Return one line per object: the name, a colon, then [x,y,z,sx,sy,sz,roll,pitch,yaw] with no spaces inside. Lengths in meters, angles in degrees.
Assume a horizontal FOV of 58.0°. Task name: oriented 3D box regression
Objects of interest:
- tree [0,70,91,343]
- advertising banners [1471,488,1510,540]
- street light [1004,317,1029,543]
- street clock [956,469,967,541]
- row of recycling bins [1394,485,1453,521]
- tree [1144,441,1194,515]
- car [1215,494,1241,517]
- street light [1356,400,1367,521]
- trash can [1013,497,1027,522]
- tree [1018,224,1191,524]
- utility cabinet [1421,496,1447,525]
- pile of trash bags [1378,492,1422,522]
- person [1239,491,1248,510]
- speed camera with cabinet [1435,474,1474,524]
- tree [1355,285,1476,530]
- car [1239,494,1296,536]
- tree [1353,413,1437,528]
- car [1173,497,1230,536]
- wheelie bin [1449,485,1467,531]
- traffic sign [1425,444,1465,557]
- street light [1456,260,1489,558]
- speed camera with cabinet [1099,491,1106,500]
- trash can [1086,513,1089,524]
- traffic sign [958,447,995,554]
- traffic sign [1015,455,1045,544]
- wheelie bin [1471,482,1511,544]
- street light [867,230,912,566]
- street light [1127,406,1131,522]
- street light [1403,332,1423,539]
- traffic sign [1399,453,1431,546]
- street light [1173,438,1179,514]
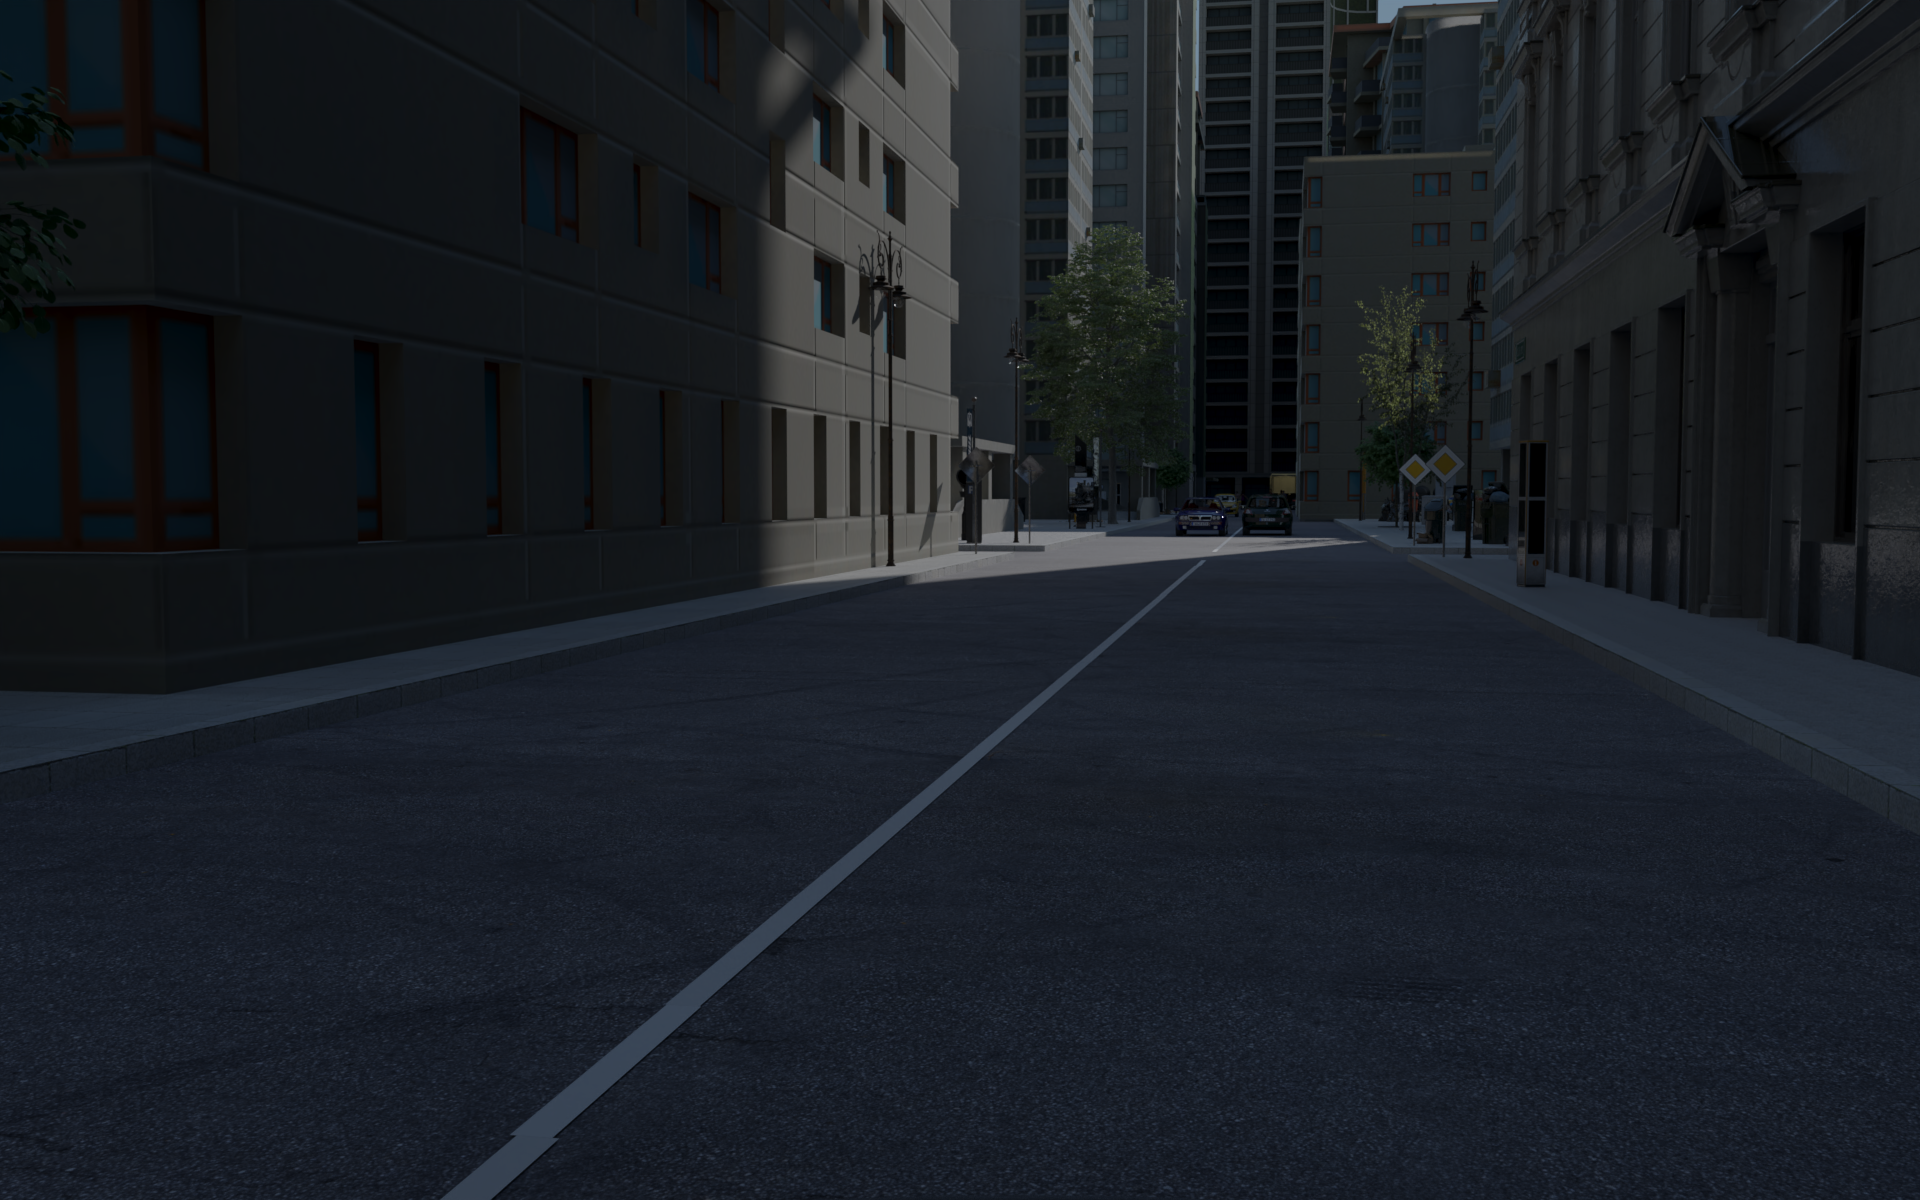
tree: [-6.203,-1.503,8.287,4.285,4.588,4.351,0,3,0]
advertising banners: [15.099,-3.156,47.794,2.074,3.025,0.090,3,4,38]
street light: [1.481,-4.446,45.479,0.468,5.910,1.993,1,4,10]
street clock: [0.144,-2.646,47.826,0.471,2.002,0.358,-1,4,-12]
row of recycling bins: [22.425,-4.597,82.268,3.534,1.692,1.069,1,4,18]
tree: [12.847,-7.586,107.739,4.285,4.588,4.351,0,3,0]
car: [16.634,-6.020,108.657,2.015,1.641,3.980,1,4,10]
street light: [19.159,-6.724,82.727,0.468,5.910,1.993,1,4,10]
trash can: [2.566,-3.936,76.004,0.748,1.137,0.748,0,3,0]
tree: [6.107,-9.513,73.663,7.486,12.596,7.792,0,3,0]
utility cabinet: [19.783,-3.737,72.268,1.020,1.237,0.306,3,5,43]
pile of trash bags: [20.589,-4.296,79.999,1.912,1.369,3.447,0,4,0]
person: [26.236,-9.254,160.492,0.721,1.739,1.217,-2,4,-35]
speed camera with cabinet: [21.731,-4.955,75.357,2.038,3.252,0.660,-1,4,-16]
tree: [15.653,-6.750,60.731,4.360,8.622,3.978,0,3,0]
car: [10.847,-3.138,61.094,2.009,1.686,4.222,1,4,10]
tree: [16.900,-5.092,66.962,4.285,4.588,4.351,0,3,0]
car: [8.439,-2.918,60.293,1.945,1.354,3.894,1,4,10]
wheelie bin: [17.354,-3.167,59.682,0.980,1.594,0.693,1,4,10]
traffic sign: [9.824,-1.926,35.126,0.795,2.450,0.064,1,4,10]
street light: [10.152,-3.771,34.444,0.468,5.910,1.993,1,4,10]
speed camera with cabinet: [7.805,-6.759,104.838,2.038,3.252,0.660,1,4,12]
trash can: [5.315,-3.891,75.268,0.748,1.137,0.748,0,3,0]
traffic sign: [0.346,-2.034,36.901,0.795,2.450,0.064,1,4,10]
traffic sign: [1.804,-2.514,44.752,0.795,2.450,0.064,1,4,10]
wheelie bin: [13.712,-2.224,44.264,0.693,1.594,0.980,-1,4,-19]
street light: [-1.229,-3.536,30.605,0.468,5.910,1.993,1,4,10]
street light: [7.755,-6.509,79.211,0.468,5.910,1.993,1,4,10]
street light: [12.923,-4.694,49.527,0.468,5.910,1.993,1,4,10]
traffic sign: [11.283,-2.406,42.978,0.795,2.450,0.064,1,4,10]
street light: [14.186,-8.605,113.482,0.468,5.910,1.993,1,4,10]
